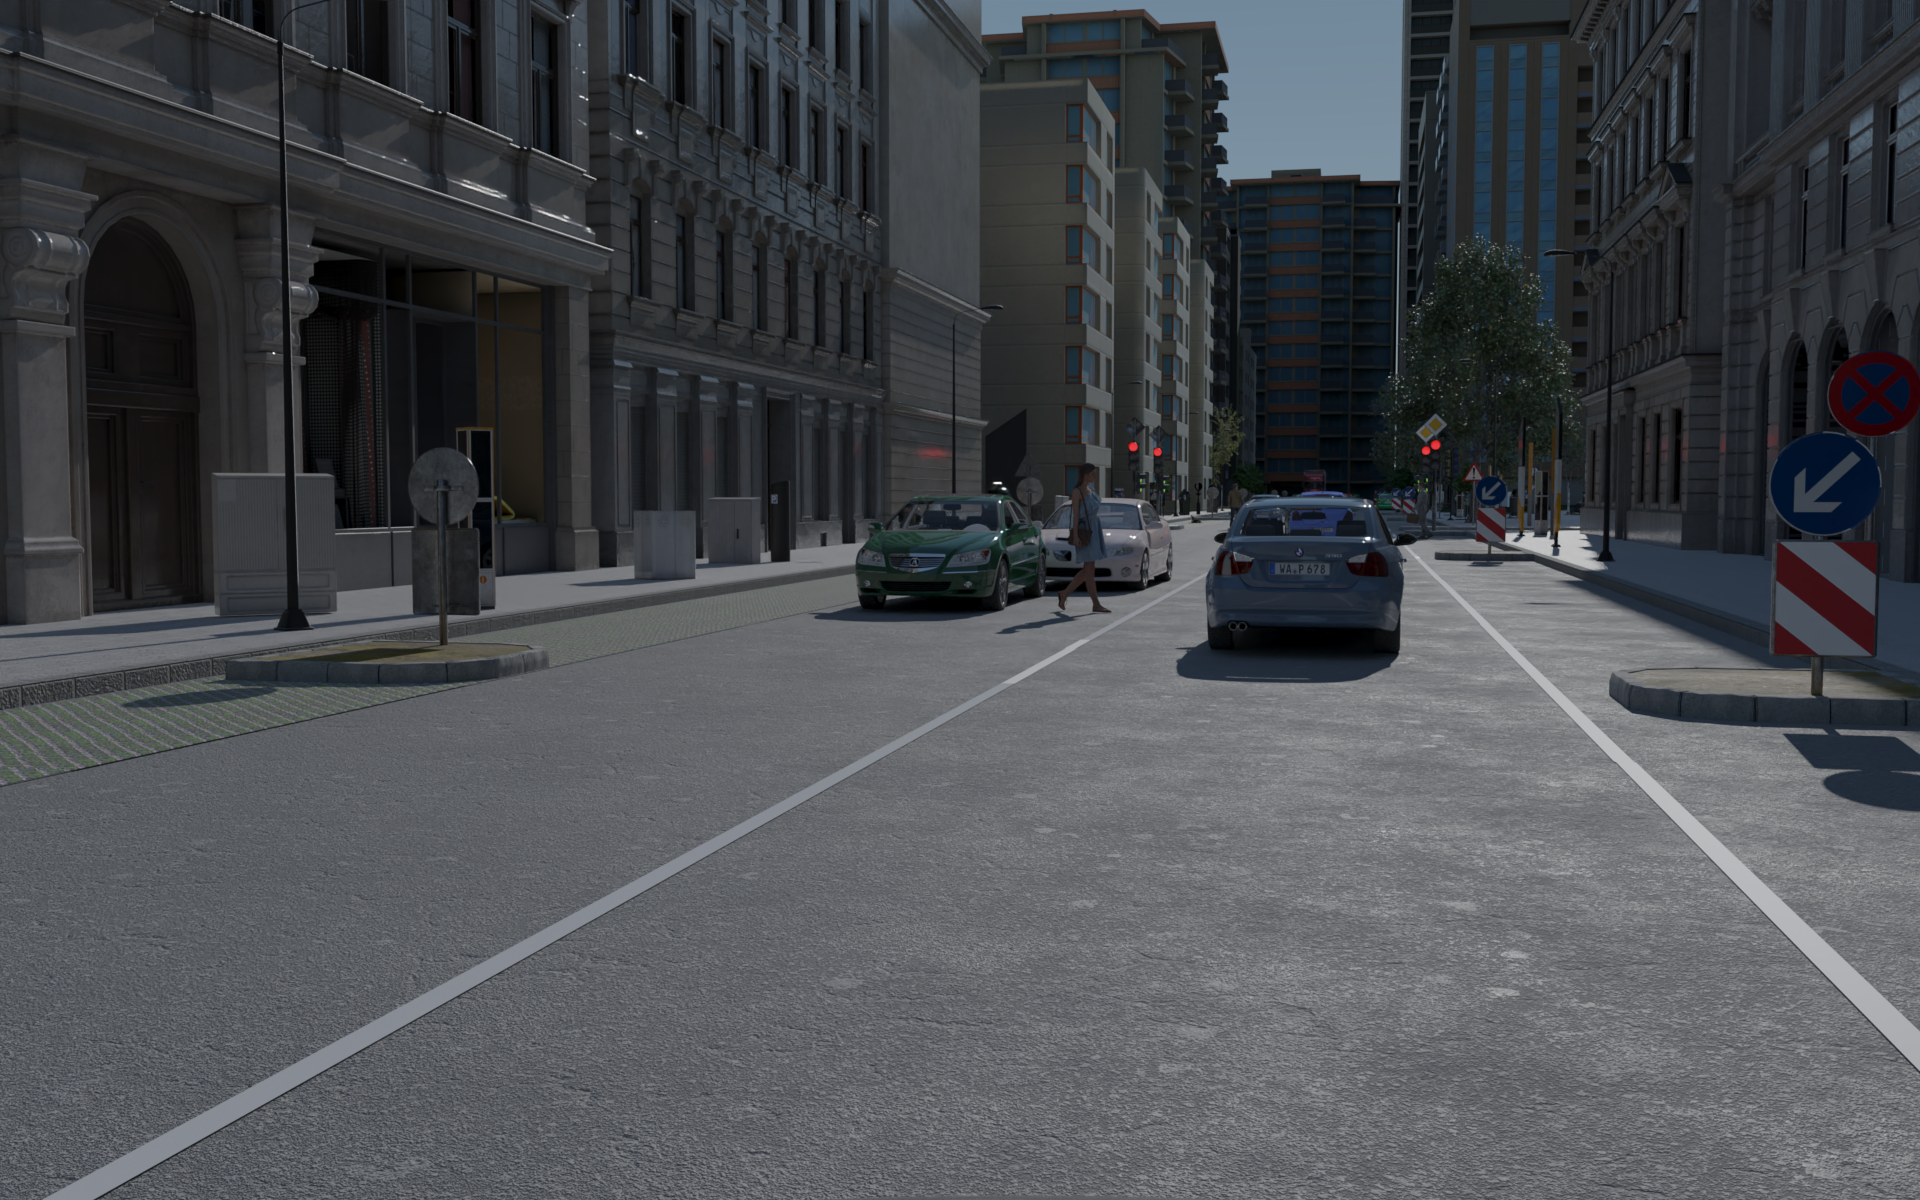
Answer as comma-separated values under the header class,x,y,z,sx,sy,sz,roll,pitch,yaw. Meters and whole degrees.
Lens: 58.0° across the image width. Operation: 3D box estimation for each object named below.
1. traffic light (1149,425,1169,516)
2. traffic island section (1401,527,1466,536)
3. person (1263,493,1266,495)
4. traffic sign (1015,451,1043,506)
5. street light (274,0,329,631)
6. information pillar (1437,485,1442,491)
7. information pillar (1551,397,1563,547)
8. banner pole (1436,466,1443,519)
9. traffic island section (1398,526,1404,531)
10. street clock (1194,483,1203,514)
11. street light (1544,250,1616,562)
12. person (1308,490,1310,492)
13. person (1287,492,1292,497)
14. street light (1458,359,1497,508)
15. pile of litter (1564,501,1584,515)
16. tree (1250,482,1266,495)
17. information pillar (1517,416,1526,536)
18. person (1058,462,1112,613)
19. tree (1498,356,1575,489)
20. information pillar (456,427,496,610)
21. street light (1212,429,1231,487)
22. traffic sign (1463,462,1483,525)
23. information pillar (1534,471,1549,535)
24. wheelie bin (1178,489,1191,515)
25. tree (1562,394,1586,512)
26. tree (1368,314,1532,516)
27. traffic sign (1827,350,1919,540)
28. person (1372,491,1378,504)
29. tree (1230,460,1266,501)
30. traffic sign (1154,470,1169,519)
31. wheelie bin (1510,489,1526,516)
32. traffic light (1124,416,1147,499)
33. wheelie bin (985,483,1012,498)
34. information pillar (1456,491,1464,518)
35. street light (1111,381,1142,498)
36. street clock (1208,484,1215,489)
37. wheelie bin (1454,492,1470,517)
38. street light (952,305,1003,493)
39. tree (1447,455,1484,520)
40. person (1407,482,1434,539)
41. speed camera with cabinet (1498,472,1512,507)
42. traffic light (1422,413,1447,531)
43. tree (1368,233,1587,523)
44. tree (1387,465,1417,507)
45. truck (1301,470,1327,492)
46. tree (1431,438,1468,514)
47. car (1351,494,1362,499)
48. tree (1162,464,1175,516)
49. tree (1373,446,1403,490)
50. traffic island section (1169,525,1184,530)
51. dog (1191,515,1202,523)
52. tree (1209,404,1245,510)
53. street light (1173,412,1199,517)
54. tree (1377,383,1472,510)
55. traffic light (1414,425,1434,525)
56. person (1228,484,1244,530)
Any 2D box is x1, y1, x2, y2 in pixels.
class,x,y,z,sx,sy,sz,roll,pitch,yaw
traffic light,8.075,-4.983,70.400,0.839,4.253,0.868,1,4,13
traffic island section,16.553,-2.333,60.428,2.009,0.180,2.903,1,4,13
person,39.555,-13.208,225.126,0.621,1.740,0.551,-3,5,-39
traffic sign,2.056,-3.188,52.124,0.884,2.594,0.081,1,4,19
street light,-5.768,-2.662,16.057,1.470,5.913,1.316,1,4,13
information pillar,37.671,-8.052,136.149,0.304,2.012,0.304,-1,4,-19
information pillar,14.425,-3.084,41.773,0.183,3.616,0.504,1,4,10
banner pole,25.140,-6.156,90.663,0.401,3.779,0.863,1,4,17
traffic island section,18.318,-2.809,68.216,2.009,0.180,2.903,1,4,13
street clock,14.991,-6.381,108.903,0.471,2.002,0.358,-1,4,-22
street light,11.793,-3.697,32.987,1.470,5.913,1.316,1,4,13
person,36.531,-10.547,181.084,0.705,1.807,1.348,0,4,2
person,41.236,-12.667,216.432,1.217,1.723,0.721,-2,4,-24
street light,17.843,-5.327,59.641,1.470,5.913,1.316,1,4,13
pile of litter,37.556,-5.570,105.029,1.719,0.858,1.176,3,5,41
tree,34.005,-12.277,195.334,1.663,3.219,1.824,0,3,0
information pillar,17.032,-3.741,52.520,0.183,3.616,0.504,0,4,5
person,1.476,-0.753,20.901,0.778,1.811,0.616,3,4,36
tree,28.632,-8.298,86.040,4.737,8.622,4.395,0,3,0
information pillar,-5.371,-0.901,19.227,0.304,2.012,0.304,-3,5,-41
street light,18.773,-9.306,124.699,1.470,5.913,1.316,1,4,13
traffic sign,21.051,-4.341,70.986,0.884,2.594,0.081,1,4,18
information pillar,18.296,-3.058,54.493,0.304,2.012,0.304,-2,4,-26
wheelie bin,13.672,-5.958,105.316,0.693,1.594,0.980,-1,4,-10
tree,43.021,-10.503,122.085,4.360,8.622,3.978,0,3,0
tree,29.680,-11.792,103.165,12.009,13.543,11.850,0,3,0
traffic sign,8.134,-0.939,15.461,0.768,2.556,0.104,1,4,19
person,37.622,-9.053,157.073,0.434,1.755,0.990,2,4,29
tree,27.725,-11.195,166.747,4.285,4.588,4.351,0,3,0
traffic sign,10.451,-5.493,89.923,0.768,2.556,0.104,1,4,20
wheelie bin,32.614,-5.705,101.190,0.980,1.594,0.693,-1,4,-15
traffic light,6.309,-4.507,62.611,0.839,4.253,0.868,1,4,13
wheelie bin,1.025,-2.461,48.153,0.693,1.594,0.980,2,4,29
information pillar,27.200,-5.485,94.167,0.304,2.012,0.304,2,4,31
street light,6.823,-6.060,71.621,1.470,5.913,1.316,1,4,13
street clock,18.992,-7.721,130.815,0.471,2.002,0.358,0,3,0
wheelie bin,27.962,-5.414,96.420,0.980,1.594,0.693,-3,5,-42
street light,0.373,-4.298,42.815,1.470,5.913,1.316,1,4,13
tree,24.987,-5.566,85.607,1.663,3.219,1.824,0,3,0
person,14.764,-2.863,55.423,0.853,1.813,0.709,2,4,26
speed camera with cabinet,41.158,-8.352,130.896,0.660,3.252,2.038,-1,4,-9
traffic light,16.516,-4.367,60.322,0.839,4.253,0.868,1,4,13
tree,22.924,-9.740,76.263,9.611,12.733,9.660,0,3,0
tree,43.724,-11.488,171.535,4.285,4.588,4.351,0,3,0
truck,41.427,-13.045,202.202,2.839,4.237,11.283,1,4,13
tree,31.556,-10.002,113.895,4.360,8.622,3.978,0,3,0
car,43.316,-11.132,190.804,1.959,1.807,4.718,1,4,13
tree,12.230,-6.641,103.175,1.663,3.219,1.824,0,3,0
tree,53.915,-16.256,216.145,4.737,8.622,4.395,0,3,0
traffic island section,8.038,-2.952,70.543,2.009,0.180,2.903,1,4,13
dog,11.486,-3.925,84.374,0.550,0.427,0.748,-2,4,-33
tree,21.094,-11.636,140.607,4.360,8.622,3.978,0,3,0
street light,12.799,-7.683,98.160,1.470,5.913,1.316,1,4,13
tree,38.123,-13.190,141.405,9.928,11.665,9.643,0,3,0
traffic light,18.282,-4.843,68.111,0.839,4.253,0.868,1,4,13
person,11.133,-3.751,69.735,0.656,1.842,0.836,-2,4,-33
